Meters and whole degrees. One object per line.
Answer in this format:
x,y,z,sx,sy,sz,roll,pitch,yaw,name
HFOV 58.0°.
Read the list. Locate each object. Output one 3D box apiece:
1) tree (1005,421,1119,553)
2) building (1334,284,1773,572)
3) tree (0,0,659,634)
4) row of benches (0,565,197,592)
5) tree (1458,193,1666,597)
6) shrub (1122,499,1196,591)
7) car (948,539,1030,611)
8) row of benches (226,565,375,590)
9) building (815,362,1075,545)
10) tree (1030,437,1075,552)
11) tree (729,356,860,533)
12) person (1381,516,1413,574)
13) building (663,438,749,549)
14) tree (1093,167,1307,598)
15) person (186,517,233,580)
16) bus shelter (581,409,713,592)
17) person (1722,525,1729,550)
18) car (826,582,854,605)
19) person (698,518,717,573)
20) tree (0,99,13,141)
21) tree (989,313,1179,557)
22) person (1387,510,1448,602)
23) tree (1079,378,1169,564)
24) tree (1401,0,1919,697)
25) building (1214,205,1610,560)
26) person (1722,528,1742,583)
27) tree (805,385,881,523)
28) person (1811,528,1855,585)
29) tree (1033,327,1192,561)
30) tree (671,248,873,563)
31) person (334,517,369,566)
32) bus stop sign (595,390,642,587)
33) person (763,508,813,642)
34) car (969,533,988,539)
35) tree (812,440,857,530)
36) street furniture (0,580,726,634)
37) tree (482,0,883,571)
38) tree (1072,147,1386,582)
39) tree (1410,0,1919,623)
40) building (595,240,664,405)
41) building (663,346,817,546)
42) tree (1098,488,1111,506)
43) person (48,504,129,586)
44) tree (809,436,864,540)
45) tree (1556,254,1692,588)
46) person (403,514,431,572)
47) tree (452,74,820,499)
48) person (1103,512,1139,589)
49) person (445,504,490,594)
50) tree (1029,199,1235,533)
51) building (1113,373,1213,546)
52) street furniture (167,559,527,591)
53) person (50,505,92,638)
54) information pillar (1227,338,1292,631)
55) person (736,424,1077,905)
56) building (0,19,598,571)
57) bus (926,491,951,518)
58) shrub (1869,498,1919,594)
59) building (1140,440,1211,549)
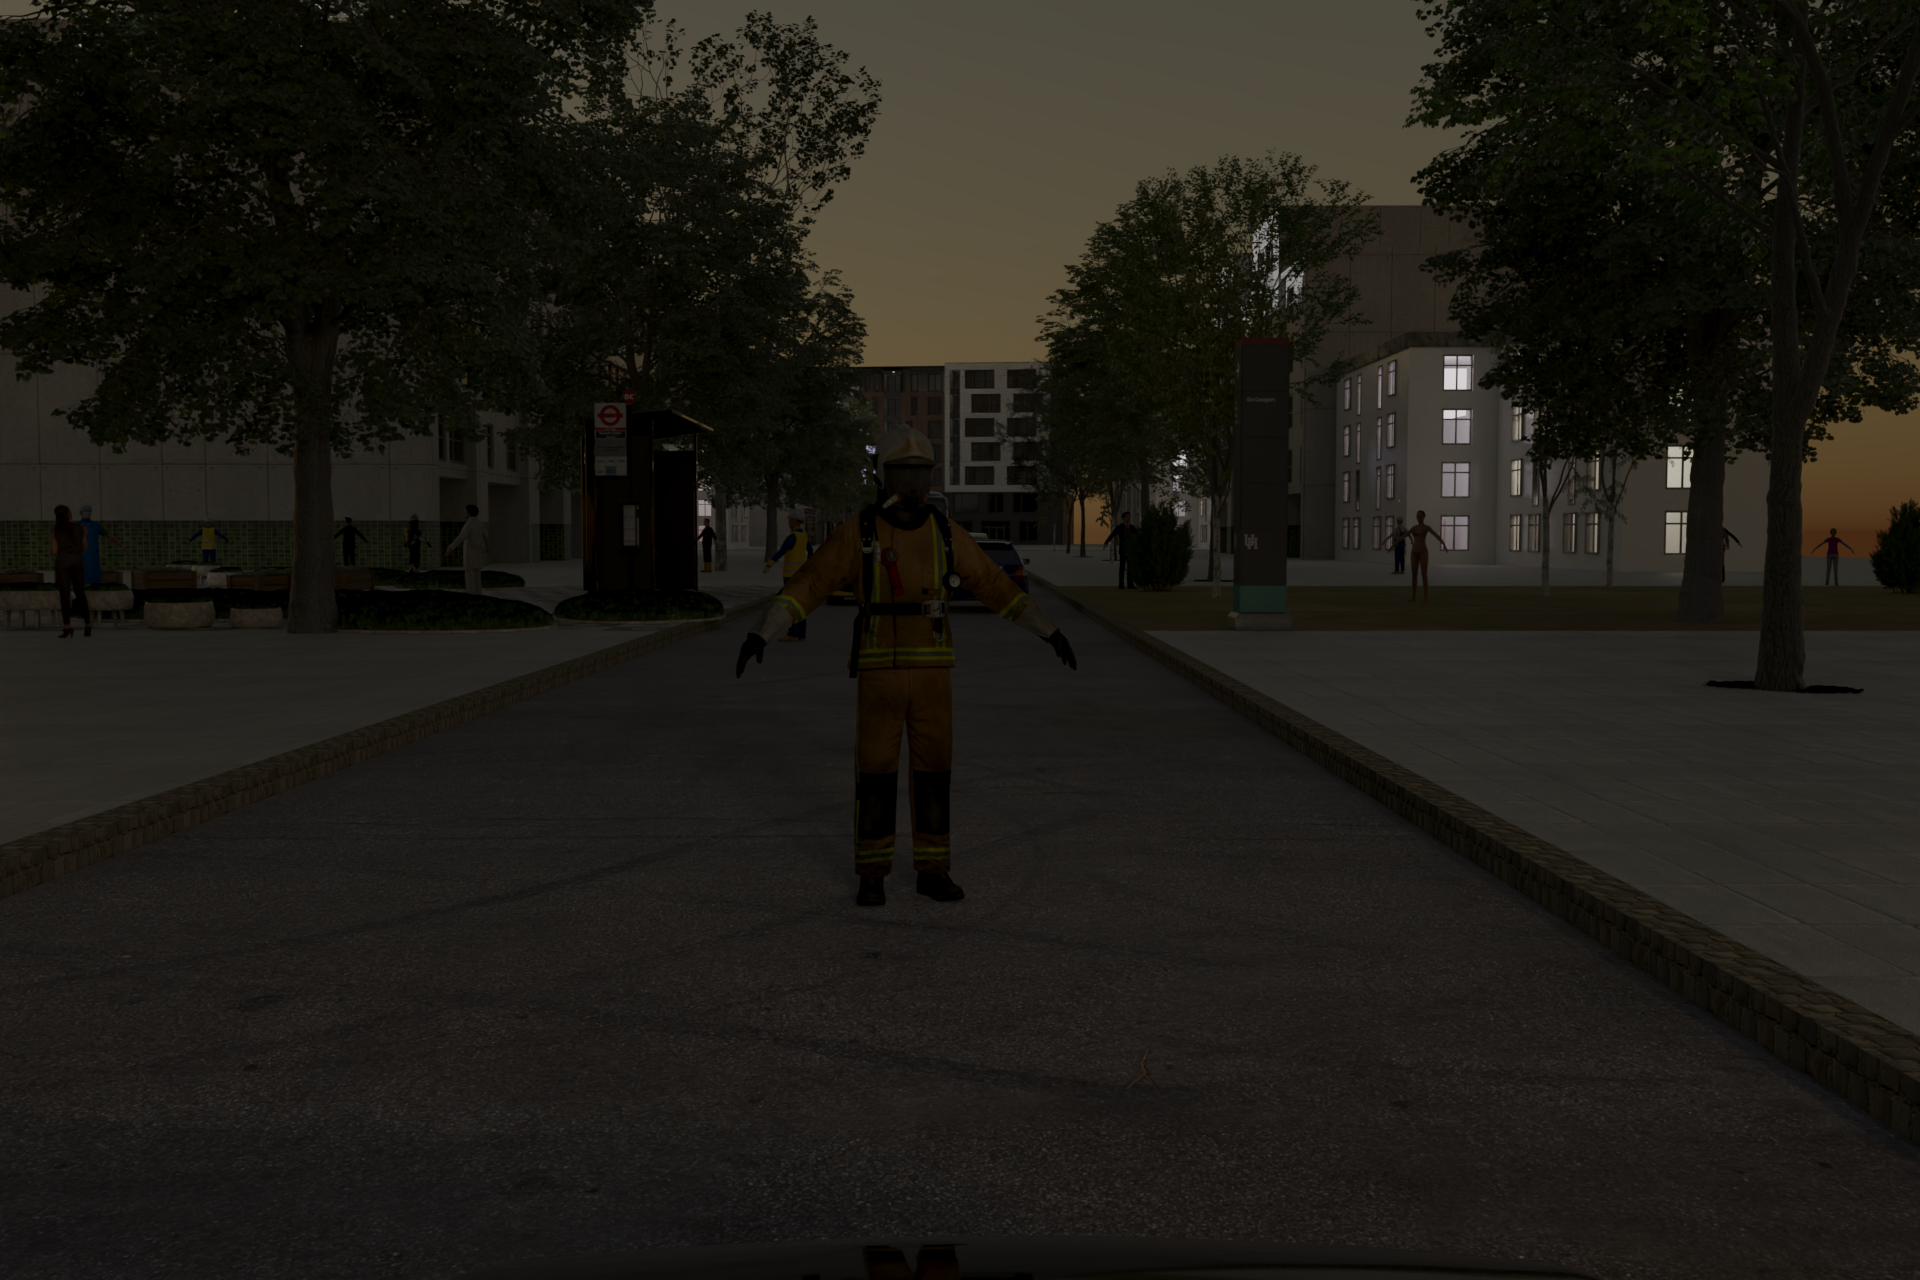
7.142,-10.980,113.942,8.767,10.594,7.601,0,4,-1,tree
23.112,-7.964,72.355,9.099,9.664,28.070,0,3,0,building
-8.551,-7.069,22.231,9.857,13.997,8.962,0,3,0,tree
-16.926,-1.123,33.827,1.422,0.672,4.104,3,5,44,row of benches
11.888,-5.208,35.516,4.360,8.622,3.978,0,3,0,tree
4.453,-2.131,38.877,1.661,2.075,1.752,0,3,0,shrub
0.378,-1.243,32.897,1.945,1.354,3.894,0,4,-1,car
-12.419,-1.071,32.969,1.422,0.672,4.104,1,4,12,row of benches
-2.299,-22.798,219.185,32.646,21.610,27.936,0,4,7,building
6.733,-10.554,122.922,4.737,8.622,4.395,0,3,0,tree
-9.101,-9.619,91.679,8.767,10.594,7.601,2,4,34,tree
14.071,-3.037,55.504,1.347,1.847,0.705,-2,4,-29,person
-24.491,-13.619,164.811,9.099,9.664,28.070,0,4,1,building
4.998,-5.142,34.433,4.737,8.622,4.395,0,3,0,tree
-21.212,-2.597,48.932,1.216,1.772,0.721,-1,4,-21,person
-6.327,-2.716,35.694,1.731,3.624,6.357,0,4,-1,bus shelter
18.263,-2.183,41.971,0.705,1.796,1.348,-1,4,-10,person
-1.874,-1.592,36.251,2.015,1.641,3.980,0,4,0,car
-8.479,-3.165,57.885,0.704,1.812,1.346,-3,5,-41,person
-9.011,-6.263,9.060,9.857,13.997,8.962,0,3,0,tree
6.765,-11.290,94.961,12.009,13.543,11.850,0,3,0,tree
8.681,-1.592,32.825,1.217,1.733,0.721,3,5,40,person
6.655,-7.530,73.472,4.737,8.622,4.395,0,3,0,tree
6.944,-5.393,13.935,9.928,11.665,9.643,0,3,0,tree
25.518,-14.400,101.898,16.747,18.905,31.486,0,3,0,building
19.966,-2.382,45.670,1.216,1.740,0.721,1,4,15,person
-8.935,-12.913,129.258,7.486,12.596,7.792,0,3,0,tree
21.821,-2.082,43.304,0.991,1.433,0.599,2,4,28,person
7.469,-9.577,82.337,9.928,11.665,9.643,0,3,0,tree
-8.601,-10.466,77.769,9.857,13.997,8.962,0,3,0,tree
-19.356,-2.990,54.827,1.347,1.837,0.705,-3,5,-40,person
-6.339,-2.659,32.179,0.855,3.939,0.416,0,4,1,bus stop sign
-2.280,-0.875,23.225,0.721,1.772,1.216,2,4,24,person
0.118,-2.371,47.567,1.959,1.807,4.718,0,4,0,car
-8.562,-10.458,121.357,4.360,8.622,3.978,0,3,0,tree
-8.736,-0.596,25.365,10.072,0.657,5.734,0,4,7,street furniture
-9.590,-12.490,60.109,12.611,20.169,13.585,0,3,0,tree
7.036,-7.379,46.395,9.928,11.665,9.643,0,3,0,tree
10.839,-7.242,25.064,9.857,13.997,8.962,0,3,0,tree
-28.177,-16.505,100.782,19.493,23.208,18.063,0,3,0,building
-25.536,-21.833,187.896,19.493,23.208,18.063,0,4,-1,building
21.782,-18.573,214.035,12.009,13.543,11.850,0,3,0,tree
-15.704,-1.533,31.186,1.347,1.817,0.704,-3,5,-42,person
-8.566,-9.899,112.210,4.737,8.622,4.395,0,3,0,tree
15.363,-5.566,41.359,4.360,8.622,3.978,0,3,0,tree
-15.637,-2.688,49.722,1.354,1.856,0.705,3,5,42,person
-8.646,-8.620,47.588,9.857,13.997,8.962,0,3,0,tree
3.912,-2.104,40.586,1.347,1.806,0.705,-2,4,-24,person
-8.711,-1.509,30.858,0.705,1.806,1.347,1,4,16,person
5.968,-8.645,59.476,7.486,12.596,7.792,0,3,0,tree
25.998,-19.436,184.241,16.747,18.905,31.486,0,4,0,building
-15.307,-1.626,42.208,5.734,0.657,10.072,-3,5,-44,street furniture
-11.056,-0.857,21.517,0.415,1.643,0.593,0,4,-1,person
4.024,-2.067,23.177,0.750,3.857,0.750,0,4,1,information pillar
-0.212,0.091,6.744,1.354,1.858,0.705,-1,4,-16,person
-27.258,-12.796,75.676,16.747,18.905,31.486,0,4,-1,building
-1.914,-6.838,103.356,2.896,3.916,12.251,0,4,0,bus
20.542,-2.040,37.395,1.661,2.075,1.752,0,3,0,shrub
21.768,-12.921,153.407,9.099,9.664,28.070,0,4,0,building
